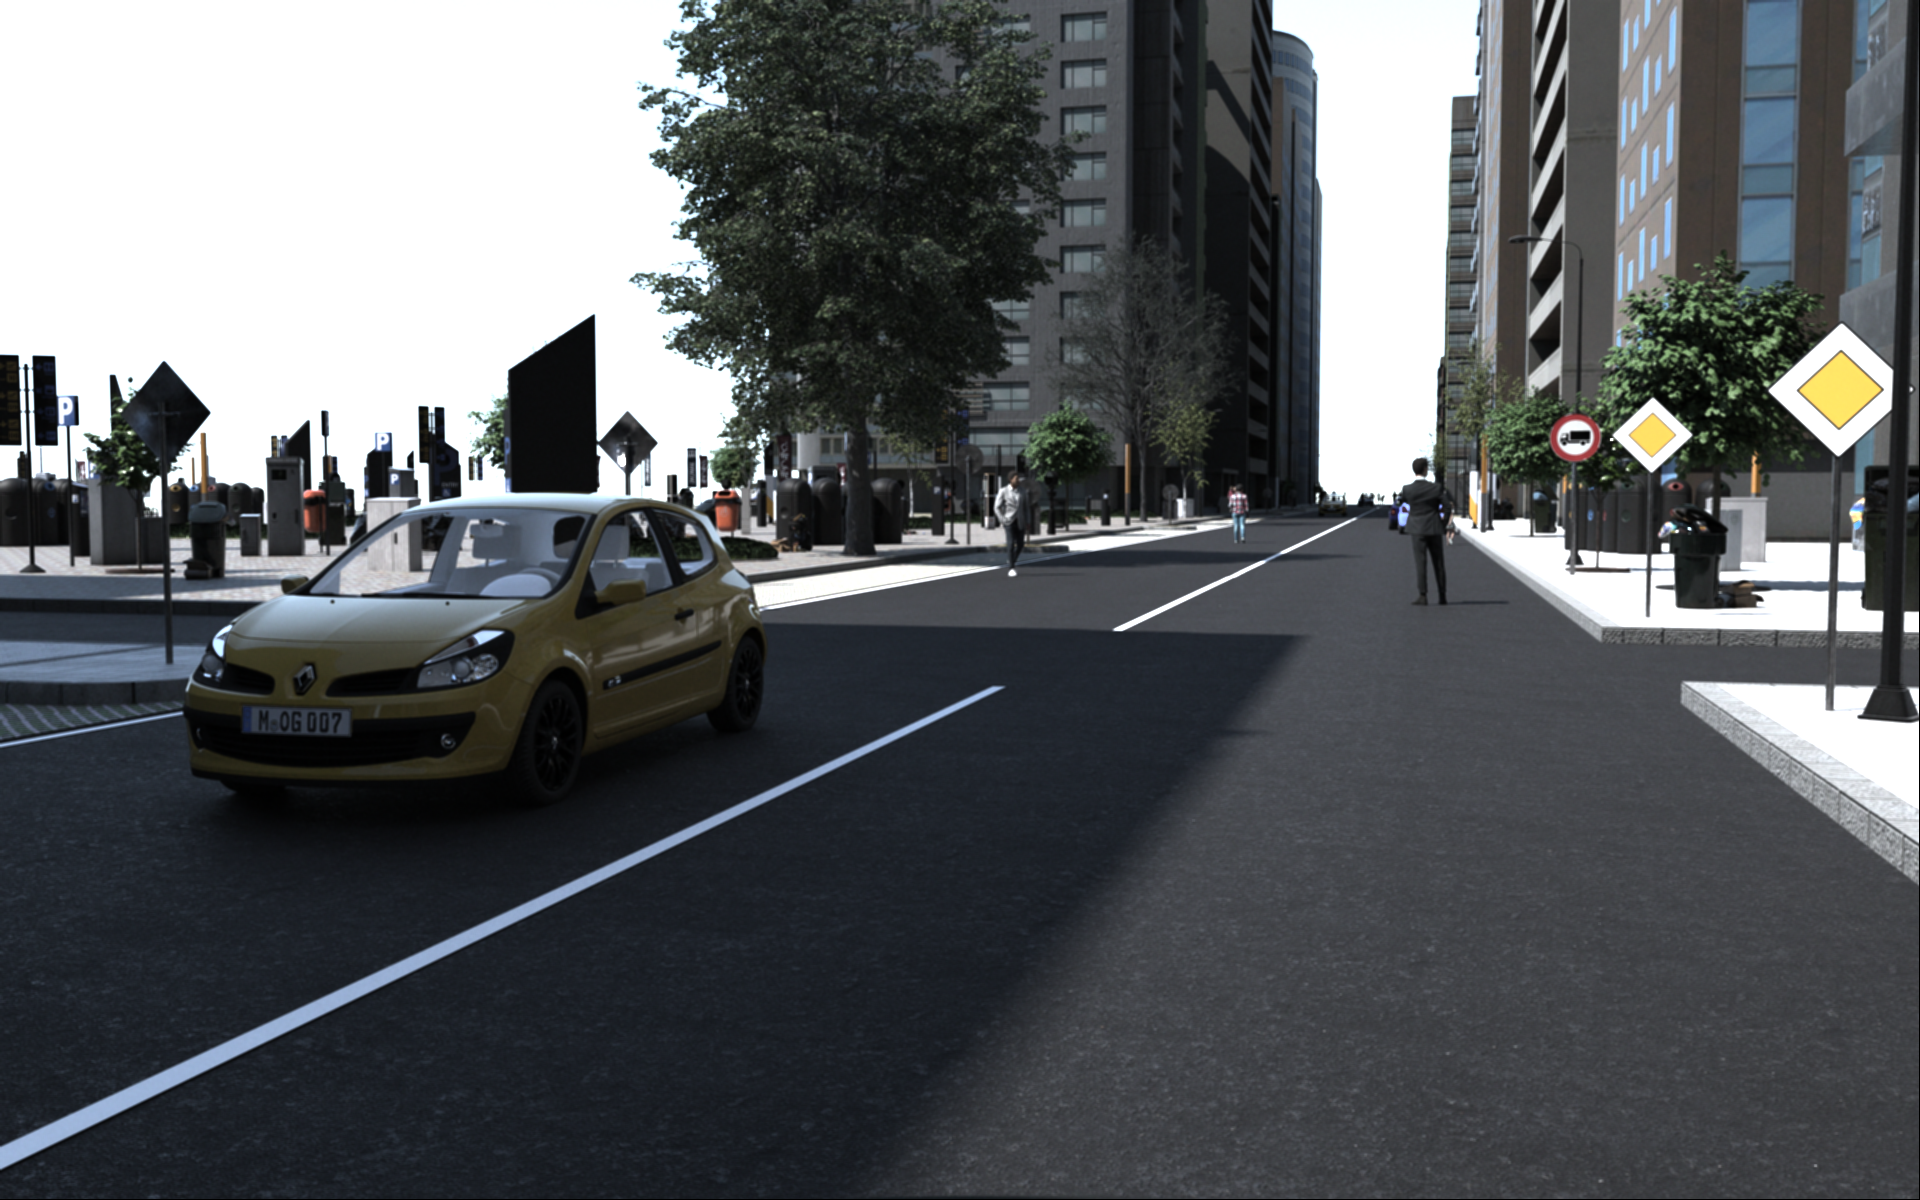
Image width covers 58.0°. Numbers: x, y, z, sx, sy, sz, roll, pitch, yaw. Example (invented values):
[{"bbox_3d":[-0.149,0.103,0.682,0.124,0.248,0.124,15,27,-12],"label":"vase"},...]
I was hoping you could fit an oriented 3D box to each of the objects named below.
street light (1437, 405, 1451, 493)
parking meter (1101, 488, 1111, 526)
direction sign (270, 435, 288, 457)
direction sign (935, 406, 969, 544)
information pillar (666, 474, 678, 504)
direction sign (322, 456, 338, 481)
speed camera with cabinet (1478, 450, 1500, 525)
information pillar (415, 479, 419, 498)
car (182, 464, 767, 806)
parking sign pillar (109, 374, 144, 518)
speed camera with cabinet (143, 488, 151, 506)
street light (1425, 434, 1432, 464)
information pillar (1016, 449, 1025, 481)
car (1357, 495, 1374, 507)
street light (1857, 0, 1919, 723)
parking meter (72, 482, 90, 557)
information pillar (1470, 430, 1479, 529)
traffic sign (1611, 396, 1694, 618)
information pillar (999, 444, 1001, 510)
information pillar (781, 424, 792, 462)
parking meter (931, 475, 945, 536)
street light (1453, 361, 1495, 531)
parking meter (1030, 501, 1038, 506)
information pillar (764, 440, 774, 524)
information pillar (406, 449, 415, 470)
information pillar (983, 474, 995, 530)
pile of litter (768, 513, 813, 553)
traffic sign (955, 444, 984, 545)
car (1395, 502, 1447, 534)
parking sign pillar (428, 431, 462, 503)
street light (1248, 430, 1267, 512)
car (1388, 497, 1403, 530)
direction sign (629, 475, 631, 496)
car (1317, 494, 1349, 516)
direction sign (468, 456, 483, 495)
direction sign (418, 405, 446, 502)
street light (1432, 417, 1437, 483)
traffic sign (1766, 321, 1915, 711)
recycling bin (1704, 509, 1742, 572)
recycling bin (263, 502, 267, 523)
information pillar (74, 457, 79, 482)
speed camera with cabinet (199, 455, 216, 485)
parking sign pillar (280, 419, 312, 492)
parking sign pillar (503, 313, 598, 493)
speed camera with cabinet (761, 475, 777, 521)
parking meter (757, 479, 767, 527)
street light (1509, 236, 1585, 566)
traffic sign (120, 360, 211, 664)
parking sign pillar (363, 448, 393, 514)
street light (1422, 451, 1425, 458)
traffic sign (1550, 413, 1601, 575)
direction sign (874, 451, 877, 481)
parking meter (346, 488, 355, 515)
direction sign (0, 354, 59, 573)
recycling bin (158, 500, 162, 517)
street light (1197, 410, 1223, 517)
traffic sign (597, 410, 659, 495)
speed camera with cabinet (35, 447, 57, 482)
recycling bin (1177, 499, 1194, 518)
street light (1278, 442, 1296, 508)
[{"bbox_3d":[25.838,-7.218,90.550,1.470,5.913,1.316,1,4,14],"label":"street light"},{"bbox_3d":[5.912,-3.779,70.198,0.372,1.533,0.369,0,3,0],"label":"parking meter"},{"bbox_3d":[-26.054,-4.549,66.376,0.876,3.537,0.379,2,4,26],"label":"direction sign"},{"bbox_3d":[-0.205,-3.209,44.456,0.876,3.537,0.379,0,3,0],"label":"direction sign"},{"bbox_3d":[-10.525,-3.598,63.326,0.304,2.012,0.304,3,5,42],"label":"information pillar"},{"bbox_3d":[-37.335,-6.772,102.723,0.876,3.537,0.379,-2,4,-27],"label":"direction sign"},{"bbox_3d":[22.401,-4.846,73.562,0.660,3.252,2.038,2,4,32],"label":"speed camera with cabinet"},{"bbox_3d":[-26.716,-4.925,85.022,0.304,2.012,0.304,-1,4,-17],"label":"information pillar"},{"bbox_3d":[-2.403,0.055,9.320,2.015,1.641,3.980,1,4,13],"label":"car"},{"bbox_3d":[-19.058,-3.129,39.634,1.447,3.967,1.447,-1,4,-15],"label":"parking sign pillar"},{"bbox_3d":[-49.743,-6.771,105.040,0.660,3.252,2.038,0,4,-4],"label":"speed camera with cabinet"},{"bbox_3d":[37.004,-9.896,134.343,1.470,5.913,1.316,1,4,14],"label":"street light"},{"bbox_3d":[3.124,-5.962,88.834,0.504,3.616,0.183,-1,4,-13],"label":"information pillar"},{"bbox_3d":[46.874,-11.464,200.016,1.945,1.354,3.894,1,4,16],"label":"car"},{"bbox_3d":[4.788,-2.282,9.847,1.470,5.913,1.316,1,4,14],"label":"street light"},{"bbox_3d":[-18.067,-1.662,35.580,0.372,1.533,0.369,0,3,0],"label":"parking meter"},{"bbox_3d":[18.854,-4.411,63.468,0.183,3.616,0.504,-1,4,-12],"label":"information pillar"},{"bbox_3d":[7.135,-0.873,17.910,0.795,2.450,0.064,1,4,14],"label":"traffic sign"},{"bbox_3d":[1.876,-5.514,81.513,0.183,3.616,0.504,0,4,5],"label":"information pillar"},{"bbox_3d":[-5.720,-4.016,57.017,0.183,3.616,0.504,2,4,33],"label":"information pillar"},{"bbox_3d":[-0.691,-2.922,53.479,0.399,1.863,0.255,1,4,13],"label":"parking meter"},{"bbox_3d":[18.039,-5.386,60.602,1.470,5.913,1.316,1,4,14],"label":"street light"},{"bbox_3d":[2.809,-3.568,66.747,0.372,1.533,0.369,0,3,0],"label":"parking meter"},{"bbox_3d":[-8.254,-5.106,74.839,0.504,3.616,0.183,-3,5,-43],"label":"information pillar"},{"bbox_3d":[-28.612,-6.051,90.284,0.183,3.616,0.504,2,4,29],"label":"information pillar"},{"bbox_3d":[1.084,-3.556,62.631,0.304,2.012,0.304,-1,4,-22],"label":"information pillar"},{"bbox_3d":[-3.867,-1.515,38.728,1.176,0.858,1.719,1,4,22],"label":"pile of litter"},{"bbox_3d":[0.217,-2.675,43.850,0.768,2.556,0.104,1,4,17],"label":"traffic sign"},{"bbox_3d":[16.818,-3.263,62.938,1.945,1.707,3.694,1,4,14],"label":"car"},{"bbox_3d":[-21.683,-5.163,72.891,1.447,3.967,1.447,-2,4,-31],"label":"parking sign pillar"},{"bbox_3d":[21.391,-9.326,125.024,1.470,5.913,1.316,1,4,14],"label":"street light"},{"bbox_3d":[18.409,-3.545,70.538,1.945,1.354,3.894,1,4,16],"label":"car"},{"bbox_3d":[-12.185,-4.403,63.986,0.379,3.537,0.876,0,3,0],"label":"direction sign"},{"bbox_3d":[24.456,-6.315,113.481,2.015,1.641,3.980,1,4,15],"label":"car"},{"bbox_3d":[-28.721,-6.774,102.759,0.876,3.537,0.379,0,4,-2],"label":"direction sign"},{"bbox_3d":[-13.576,-3.217,44.593,0.379,3.537,0.876,2,4,31],"label":"direction sign"},{"bbox_3d":[29.302,-8.050,104.165,1.470,5.913,1.316,1,4,14],"label":"street light"},{"bbox_3d":[5.138,-0.400,10.178,0.795,2.450,0.064,1,4,14],"label":"traffic sign"},{"bbox_3d":[12.466,-0.994,28.800,0.722,1.027,0.722,-1,4,-21],"label":"recycling bin"},{"bbox_3d":[-21.279,-2.548,54.218,0.722,1.027,0.722,2,4,30],"label":"recycling bin"},{"bbox_3d":[-55.869,-7.232,109.590,0.504,3.616,0.183,3,5,45],"label":"information pillar"},{"bbox_3d":[-37.569,-5.740,88.178,2.038,3.252,0.660,-3,5,-40],"label":"speed camera with cabinet"},{"bbox_3d":[-23.771,-4.493,61.940,1.447,3.967,1.447,1,4,16],"label":"parking sign pillar"},{"bbox_3d":[-6.083,-2.280,25.750,1.447,3.967,1.447,-2,4,-28],"label":"parking sign pillar"},{"bbox_3d":[-8.928,-5.456,83.542,0.660,3.252,2.038,-2,4,-29],"label":"speed camera with cabinet"},{"bbox_3d":[-7.759,-3.797,67.785,0.255,1.863,0.399,-2,4,-33],"label":"parking meter"},{"bbox_3d":[10.557,-3.586,31.177,1.470,5.913,1.316,1,4,14],"label":"street light"},{"bbox_3d":[-5.987,-0.576,13.061,0.795,2.450,0.064,1,4,14],"label":"traffic sign"},{"bbox_3d":[-26.576,-5.547,79.160,1.447,3.967,1.447,3,4,37],"label":"parking sign pillar"},{"bbox_3d":[44.894,-11.740,164.491,1.470,5.913,1.316,1,4,14],"label":"street light"},{"bbox_3d":[9.689,-1.665,27.330,0.768,2.556,0.104,1,4,16],"label":"traffic sign"},{"bbox_3d":[-4.477,-6.086,91.509,0.379,3.537,0.876,0,4,5],"label":"direction sign"},{"bbox_3d":[-26.011,-4.005,73.900,0.372,1.533,0.369,0,3,0],"label":"parking meter"},{"bbox_3d":[-15.166,-2.215,28.216,0.876,3.537,0.379,-1,4,-20],"label":"direction sign"},{"bbox_3d":[-35.797,-4.029,78.420,0.722,1.027,0.722,-3,5,-43],"label":"recycling bin"},{"bbox_3d":[13.807,-7.528,95.625,1.470,5.913,1.316,1,4,14],"label":"street light"},{"bbox_3d":[-3.991,-1.049,20.793,0.795,2.450,0.064,1,4,14],"label":"traffic sign"},{"bbox_3d":[-38.366,-4.743,71.889,0.660,3.252,2.038,0,4,6],"label":"speed camera with cabinet"},{"bbox_3d":[12.159,-4.954,93.544,0.722,1.027,0.722,-1,4,-19],"label":"recycling bin"},{"bbox_3d":[29.054,-11.127,154.474,1.470,5.913,1.316,1,4,14],"label":"street light"}]
